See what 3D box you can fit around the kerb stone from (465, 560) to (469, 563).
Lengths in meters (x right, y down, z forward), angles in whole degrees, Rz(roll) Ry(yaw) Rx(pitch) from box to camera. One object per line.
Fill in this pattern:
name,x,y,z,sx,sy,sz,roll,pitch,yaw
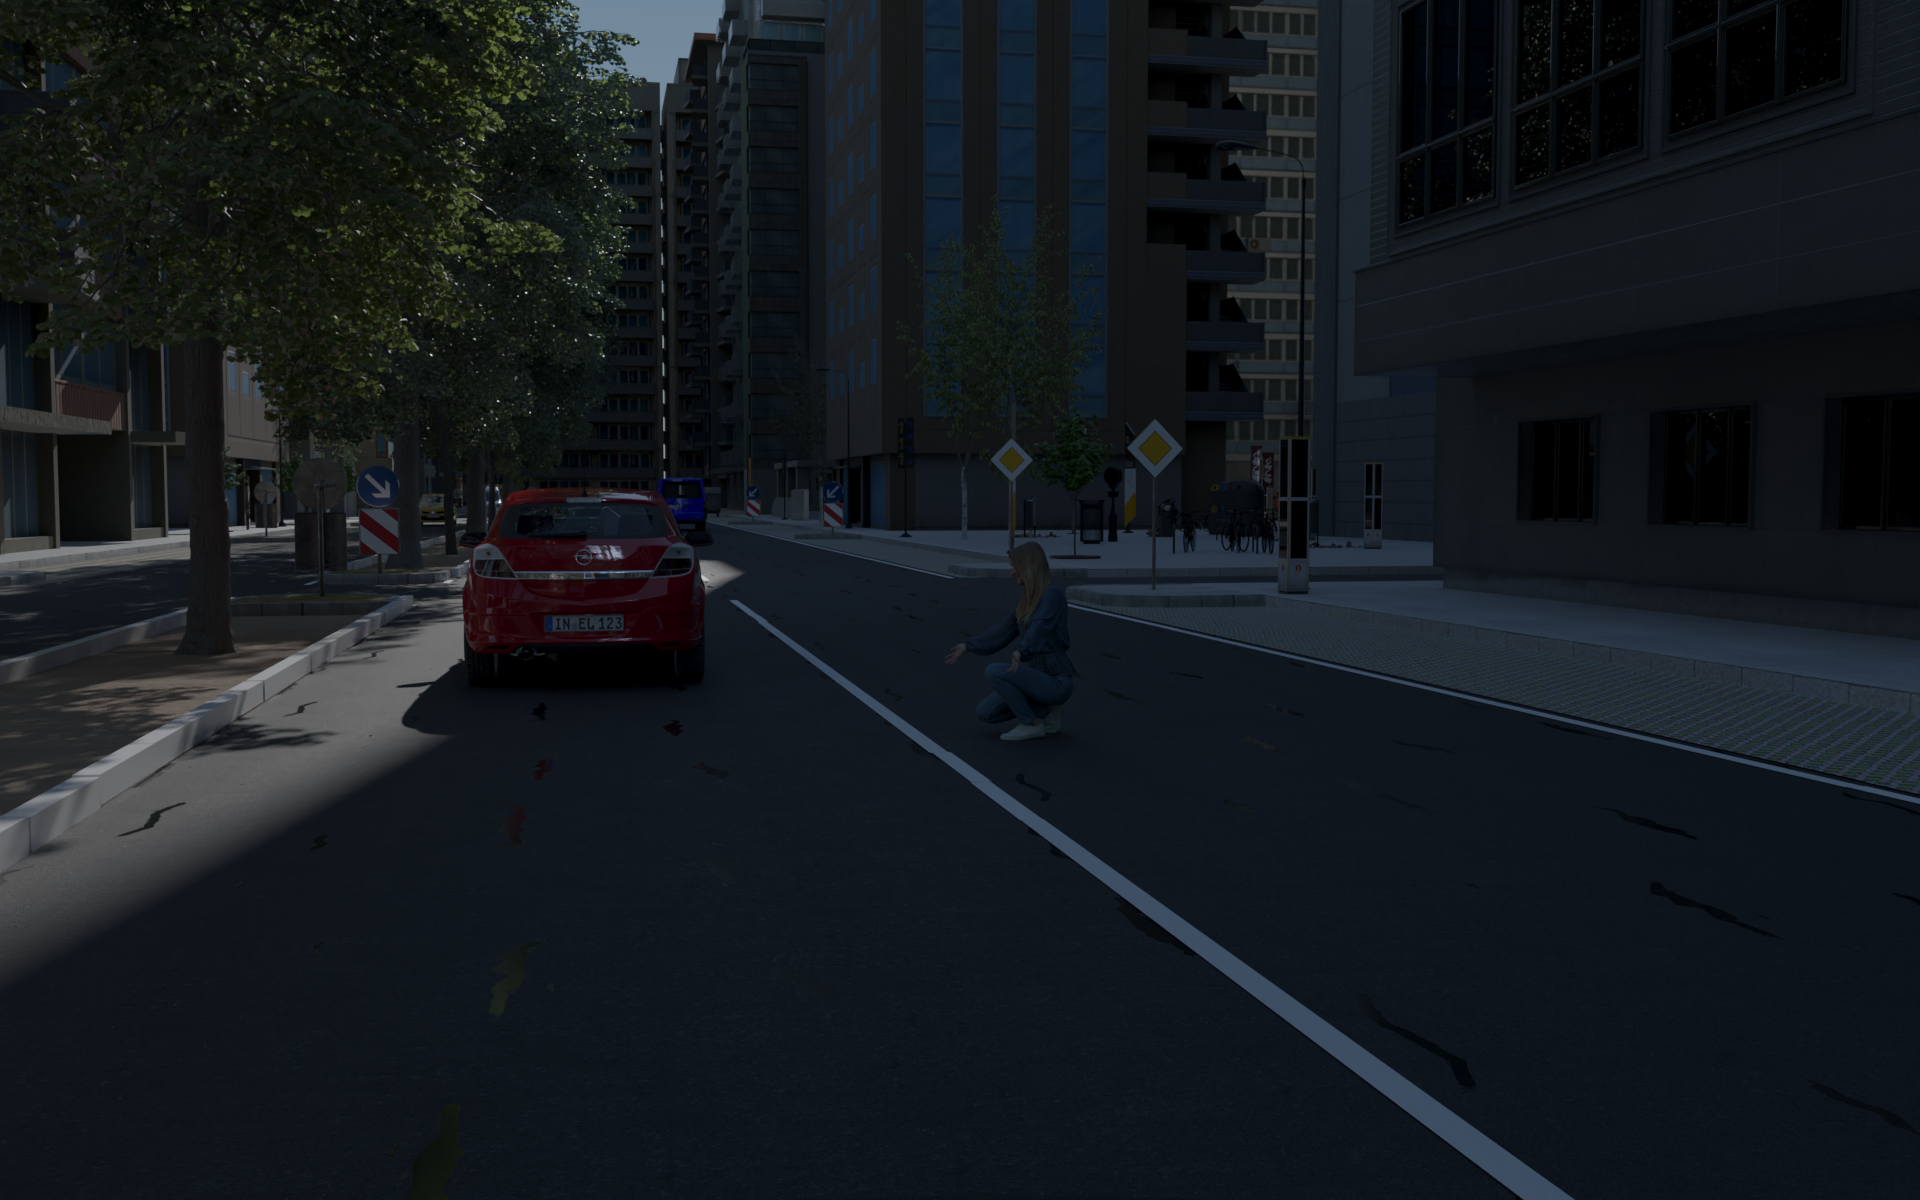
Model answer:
kerb stone,-9.146,-0.596,31.995,0.120,0.150,1.000,-1,4,-12

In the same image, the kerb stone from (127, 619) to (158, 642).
kerb stone,-8.090,0.319,17.005,0.120,0.150,1.000,-1,4,-12

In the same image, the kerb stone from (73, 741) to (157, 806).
kerb stone,-4.095,0.844,8.403,0.120,0.150,1.000,-1,4,-12

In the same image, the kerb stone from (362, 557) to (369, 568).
kerb stone,-11.629,-0.695,33.555,0.120,0.150,1.000,-1,4,-12

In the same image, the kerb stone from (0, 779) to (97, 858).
kerb stone,-3.874,0.912,7.395,0.120,0.150,1.000,-1,4,-12

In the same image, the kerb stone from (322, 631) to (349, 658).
kerb stone,-5.599,0.414,15.429,0.120,0.150,1.000,-1,4,-12

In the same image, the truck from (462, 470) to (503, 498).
truck,-32.172,-7.528,118.999,3.469,3.379,9.791,-1,4,-13

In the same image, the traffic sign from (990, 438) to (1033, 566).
traffic sign,0.914,-1.667,30.892,0.795,2.450,0.064,-1,4,-12

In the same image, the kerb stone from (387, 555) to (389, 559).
kerb stone,-12.493,-0.940,37.564,0.120,0.150,1.000,-1,4,-12

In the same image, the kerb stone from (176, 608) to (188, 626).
kerb stone,-8.523,0.197,19.010,0.120,0.150,1.000,-1,4,-12

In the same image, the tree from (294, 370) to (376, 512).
tree,-30.129,-8.108,82.921,4.360,8.622,3.978,0,3,0

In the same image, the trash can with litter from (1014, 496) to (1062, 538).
trash can with litter,2.388,-2.467,51.387,1.678,1.210,2.233,3,5,39

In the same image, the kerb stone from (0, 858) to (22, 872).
kerb stone,-3.661,0.966,6.395,0.120,0.150,1.000,-1,4,-12

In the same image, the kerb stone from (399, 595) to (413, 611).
kerb stone,-6.885,0.046,21.445,0.120,0.150,1.000,-1,4,-12

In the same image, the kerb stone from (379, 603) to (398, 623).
kerb stone,-6.458,0.173,19.439,0.120,0.150,1.000,-1,4,-12

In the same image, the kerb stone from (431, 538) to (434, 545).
kerb stone,-14.635,-1.554,47.598,0.120,0.150,1.000,-1,4,-12

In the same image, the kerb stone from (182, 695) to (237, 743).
kerb stone,-4.526,0.721,10.408,0.120,0.150,1.000,-1,4,-12

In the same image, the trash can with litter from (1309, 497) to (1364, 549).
trash can with litter,8.725,-1.854,41.375,2.233,1.210,1.678,-1,4,-13

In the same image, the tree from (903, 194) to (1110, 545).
tree,1.543,-5.697,43.501,4.737,8.622,4.395,0,3,0

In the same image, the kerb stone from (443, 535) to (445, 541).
kerb stone,-15.487,-1.799,51.602,0.120,0.150,1.000,-1,4,-12

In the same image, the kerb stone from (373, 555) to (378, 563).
kerb stone,-12.060,-0.818,35.565,0.120,0.150,1.000,-1,4,-12

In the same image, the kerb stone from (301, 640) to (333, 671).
kerb stone,-5.385,0.475,14.426,0.120,0.150,1.000,-1,4,-12

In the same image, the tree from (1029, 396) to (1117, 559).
tree,2.161,-2.441,34.515,1.663,3.219,1.824,0,3,0

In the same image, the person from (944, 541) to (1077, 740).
person,0.338,0.236,10.138,0.738,1.151,1.012,0,4,-8

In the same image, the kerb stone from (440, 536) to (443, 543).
kerb stone,-15.283,-1.736,50.601,0.120,0.150,1.000,-1,4,-12

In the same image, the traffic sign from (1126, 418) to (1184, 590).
traffic sign,2.586,-1.189,23.084,0.795,2.450,0.064,-1,4,-12

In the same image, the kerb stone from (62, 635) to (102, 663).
kerb stone,-7.660,0.443,15.007,0.120,0.150,1.000,-1,4,-12

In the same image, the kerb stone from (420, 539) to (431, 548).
kerb stone,-14.417,-1.492,46.585,0.120,0.150,1.000,-1,4,-12

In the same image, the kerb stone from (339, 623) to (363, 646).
kerb stone,-5.818,0.356,16.433,0.120,0.150,1.000,-1,4,-12

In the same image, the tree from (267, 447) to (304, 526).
tree,-27.228,-4.676,71.050,1.663,3.219,1.824,0,3,0

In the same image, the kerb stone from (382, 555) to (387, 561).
kerb stone,-12.276,-0.879,36.565,0.120,0.150,1.000,-1,4,-12

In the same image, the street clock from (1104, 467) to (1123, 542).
street clock,4.107,-2.565,46.500,0.471,2.002,0.358,3,5,44

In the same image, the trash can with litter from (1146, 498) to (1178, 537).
trash can with litter,5.991,-2.465,51.685,0.624,1.170,1.055,-3,5,-42

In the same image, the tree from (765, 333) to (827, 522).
tree,-6.517,-7.827,78.328,4.360,8.622,3.978,0,3,0

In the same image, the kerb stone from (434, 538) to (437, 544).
kerb stone,-14.851,-1.613,48.602,0.120,0.150,1.000,-1,4,-12

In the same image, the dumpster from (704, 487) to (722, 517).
dumpster,-15.695,-6.044,107.037,1.865,1.857,1.264,-1,4,-13

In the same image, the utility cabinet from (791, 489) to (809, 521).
utility cabinet,-7.678,-4.547,83.029,0.318,1.500,1.173,-2,4,-35

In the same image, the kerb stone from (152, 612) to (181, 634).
kerb stone,-8.301,0.256,18.005,0.120,0.150,1.000,-1,4,-12

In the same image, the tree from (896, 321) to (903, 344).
tree,0.163,-6.010,48.633,4.737,8.622,4.395,0,3,0

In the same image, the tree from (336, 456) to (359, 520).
tree,-30.810,-5.677,87.417,1.663,3.219,1.824,0,3,0

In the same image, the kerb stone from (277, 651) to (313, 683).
kerb stone,-5.172,0.538,13.416,0.120,0.150,1.000,-1,4,-12

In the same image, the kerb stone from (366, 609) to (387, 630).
kerb stone,-6.249,0.230,18.438,0.120,0.150,1.000,-1,4,-12

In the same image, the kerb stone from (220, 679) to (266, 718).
kerb stone,-4.747,0.663,11.411,0.120,0.150,1.000,-1,4,-12

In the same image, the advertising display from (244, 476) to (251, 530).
advertising display,-25.589,-3.486,62.206,0.123,1.923,0.974,-1,4,-19

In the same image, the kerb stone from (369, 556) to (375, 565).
kerb stone,-11.847,-0.748,34.554,0.120,0.150,1.000,-1,4,-12

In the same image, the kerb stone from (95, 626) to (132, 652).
kerb stone,-7.874,0.379,16.006,0.120,0.150,1.000,-1,4,-12

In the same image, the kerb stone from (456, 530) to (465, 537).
kerb stone,-17.208,-2.289,59.622,0.120,0.150,1.000,-1,4,-12

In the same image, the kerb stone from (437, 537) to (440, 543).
kerb stone,-15.069,-1.671,49.601,0.120,0.150,1.000,-1,4,-12

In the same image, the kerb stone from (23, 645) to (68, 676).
kerb stone,-7.446,0.504,14.006,0.120,0.150,1.000,-1,4,-12

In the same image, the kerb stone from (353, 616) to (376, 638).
kerb stone,-6.033,0.294,17.432,0.120,0.150,1.000,-1,4,-12

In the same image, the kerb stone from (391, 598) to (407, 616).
kerb stone,-6.675,0.116,20.442,0.120,0.150,1.000,-1,4,-12

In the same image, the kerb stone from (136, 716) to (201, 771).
kerb stone,-4.312,0.783,9.402,0.120,0.150,1.000,-1,4,-12

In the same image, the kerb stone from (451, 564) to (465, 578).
kerb stone,-8.721,-0.476,29.986,0.120,0.150,1.000,-1,4,-12

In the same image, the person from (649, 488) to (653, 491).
person,-16.020,-4.933,89.998,0.563,1.720,0.643,-2,4,-31

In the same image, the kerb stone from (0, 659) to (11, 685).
kerb stone,-7.232,0.562,13.000,0.120,0.150,1.000,-1,4,-12

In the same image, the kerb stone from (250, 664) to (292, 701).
kerb stone,-4.956,0.598,12.417,0.120,0.150,1.000,-1,4,-12

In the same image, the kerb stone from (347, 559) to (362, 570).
kerb stone,-11.417,-0.633,32.550,0.120,0.150,1.000,-1,4,-12

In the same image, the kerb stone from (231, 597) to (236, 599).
kerb stone,-8.942,0.072,21.016,0.120,0.150,1.000,-1,4,-12

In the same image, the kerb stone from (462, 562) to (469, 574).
kerb stone,-8.928,-0.538,30.990,0.120,0.150,1.000,-1,4,-12
